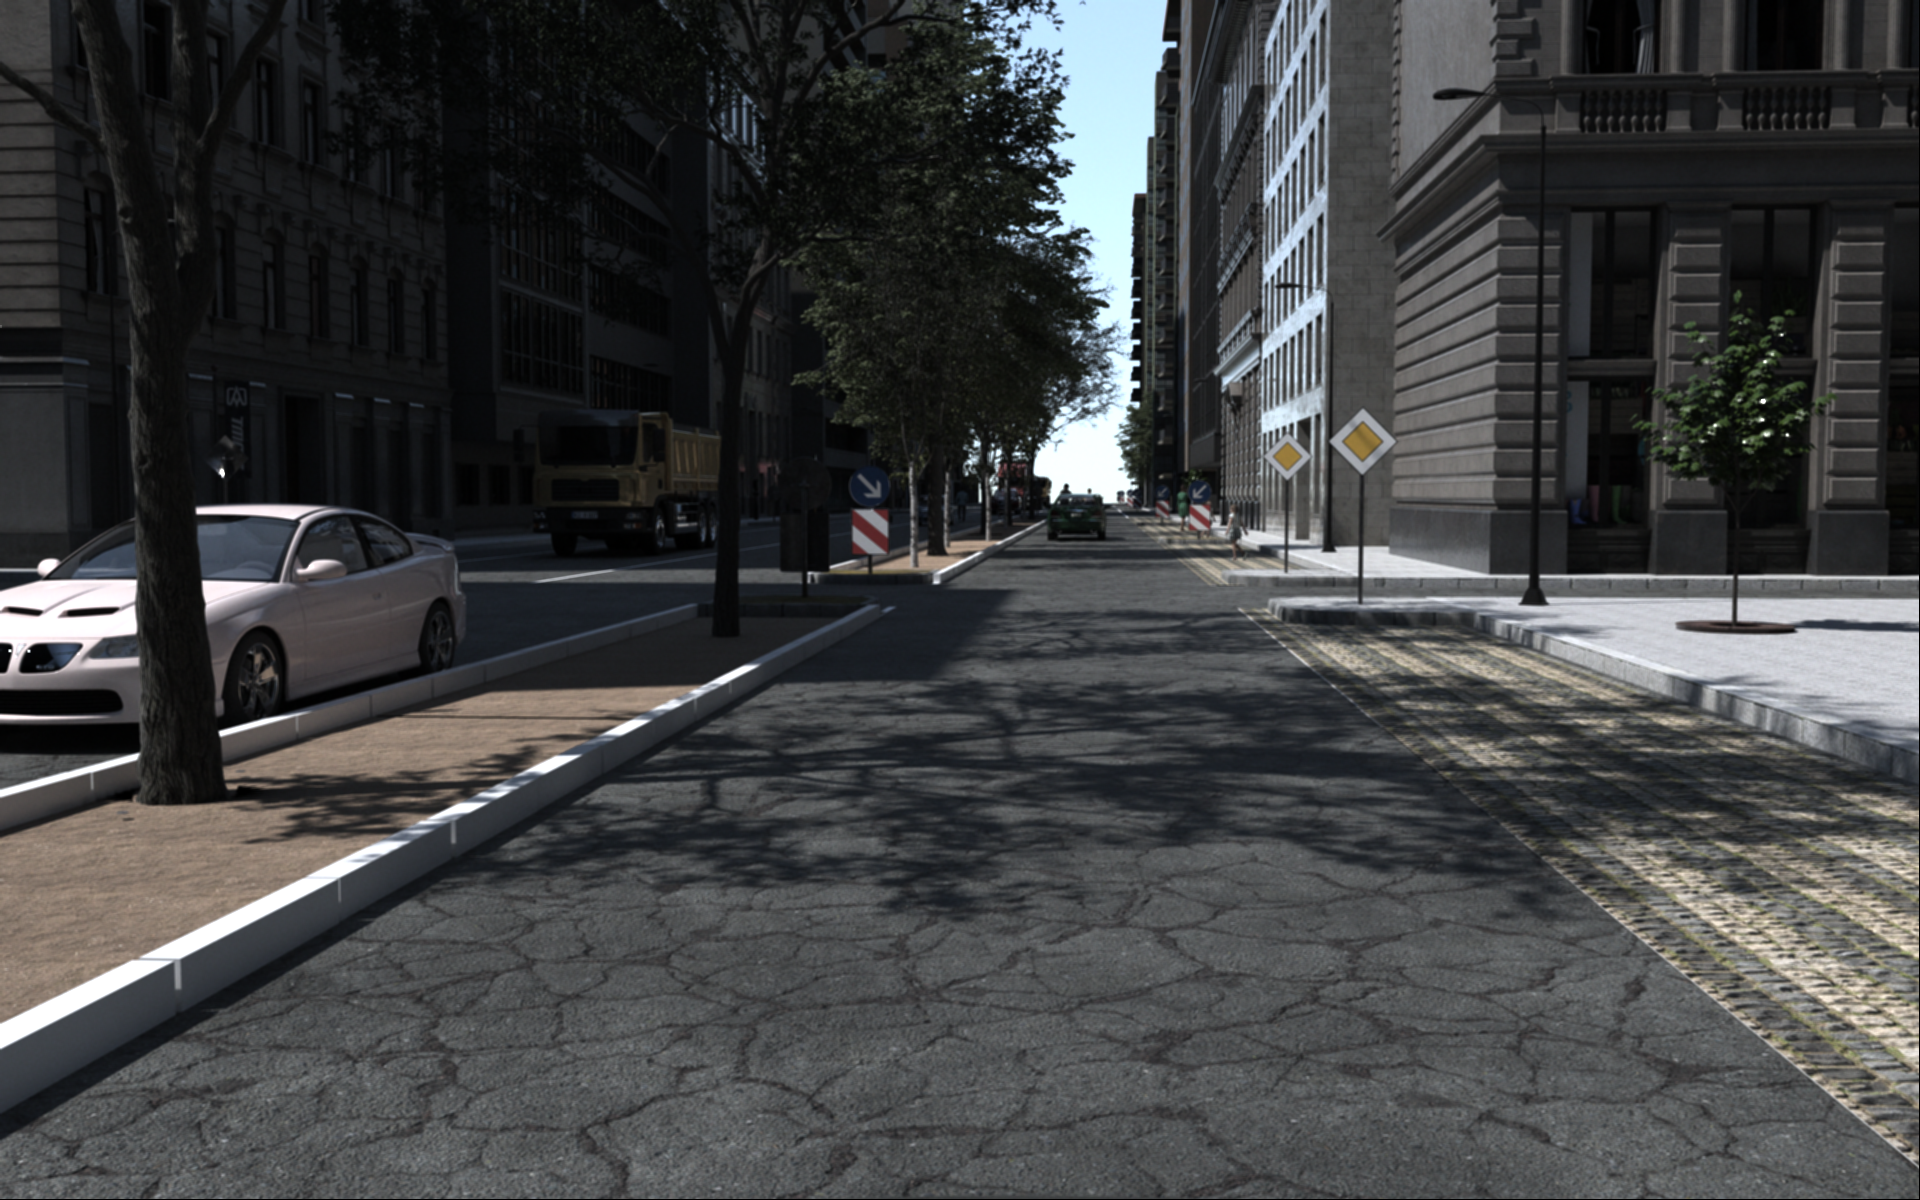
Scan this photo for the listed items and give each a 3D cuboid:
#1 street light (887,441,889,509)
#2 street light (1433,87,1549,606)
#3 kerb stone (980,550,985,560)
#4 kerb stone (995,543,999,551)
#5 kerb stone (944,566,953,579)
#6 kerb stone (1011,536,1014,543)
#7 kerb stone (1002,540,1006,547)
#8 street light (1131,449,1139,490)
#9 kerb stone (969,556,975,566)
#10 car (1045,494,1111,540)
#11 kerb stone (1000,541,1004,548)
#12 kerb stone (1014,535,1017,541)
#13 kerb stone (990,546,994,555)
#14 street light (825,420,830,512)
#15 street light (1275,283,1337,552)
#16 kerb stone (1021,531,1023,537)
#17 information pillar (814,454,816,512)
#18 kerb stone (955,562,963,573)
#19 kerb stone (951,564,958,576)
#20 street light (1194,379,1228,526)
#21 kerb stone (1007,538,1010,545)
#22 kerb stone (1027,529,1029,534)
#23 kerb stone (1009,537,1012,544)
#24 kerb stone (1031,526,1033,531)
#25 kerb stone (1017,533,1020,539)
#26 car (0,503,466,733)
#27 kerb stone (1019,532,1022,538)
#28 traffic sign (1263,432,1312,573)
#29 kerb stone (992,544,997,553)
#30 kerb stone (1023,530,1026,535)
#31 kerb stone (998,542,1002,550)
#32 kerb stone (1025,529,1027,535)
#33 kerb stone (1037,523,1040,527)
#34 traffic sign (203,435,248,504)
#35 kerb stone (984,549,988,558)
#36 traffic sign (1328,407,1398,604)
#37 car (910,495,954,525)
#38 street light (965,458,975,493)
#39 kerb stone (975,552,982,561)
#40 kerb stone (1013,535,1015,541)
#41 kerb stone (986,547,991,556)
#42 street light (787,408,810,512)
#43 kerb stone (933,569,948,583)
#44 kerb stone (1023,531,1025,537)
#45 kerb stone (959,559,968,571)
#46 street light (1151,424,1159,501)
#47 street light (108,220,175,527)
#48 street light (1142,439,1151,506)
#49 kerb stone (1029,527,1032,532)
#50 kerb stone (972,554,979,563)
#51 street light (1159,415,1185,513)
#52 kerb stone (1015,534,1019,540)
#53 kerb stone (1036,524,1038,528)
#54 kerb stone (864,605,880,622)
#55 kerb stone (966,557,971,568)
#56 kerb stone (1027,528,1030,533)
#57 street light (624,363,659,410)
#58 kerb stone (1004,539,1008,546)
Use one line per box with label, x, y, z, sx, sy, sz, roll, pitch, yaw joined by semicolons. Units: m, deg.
street light;-5.274;-10.150;138.497;1.470;5.913;1.316;0;4;5
street light;6.107;-2.898;19.929;1.470;5.913;1.316;0;4;5
kerb stone;0.400;-0.935;37.492;0.120;0.150;1.000;0;4;5
kerb stone;0.820;-1.244;42.599;0.120;0.150;1.000;0;4;5
kerb stone;-0.256;-0.432;29.303;0.120;0.150;1.000;0;4;5
kerb stone;1.384;-1.685;49.765;0.120;0.150;1.000;0;4;5
kerb stone;1.055;-1.436;45.671;0.120;0.150;1.000;0;4;5
street light;18.756;-12.636;179.131;1.470;5.913;1.316;0;4;5
kerb stone;0.157;-0.739;34.417;0.120;0.150;1.000;0;4;5
car;3.740;-2.654;55.189;2.131;1.459;4.920;0;4;5
kerb stone;0.975;-1.373;44.650;0.120;0.150;1.000;0;4;5
kerb stone;1.541;-1.804;51.804;0.120;0.150;1.000;0;4;5
kerb stone;0.650;-1.119;40.557;0.120;0.150;1.000;0;4;5
street light;-7.743;-8.164;106.022;1.470;5.913;1.316;0;4;5
street light;7.620;-4.014;38.167;1.470;5.913;1.316;0;4;5
kerb stone;1.873;-2.060;55.895;0.120;0.150;1.000;0;4;5
information pillar;-8.402;-6.682;100.604;0.183;3.616;0.504;0;4;1
kerb stone;-0.084;-0.556;31.350;0.120;0.150;1.000;0;4;5
kerb stone;-0.171;-0.497;30.328;0.120;0.150;1.000;0;4;5
street light;10.140;-5.959;69.970;1.470;5.913;1.316;0;4;5
kerb stone;1.218;-1.561;47.721;0.120;0.150;1.000;0;4;5
kerb stone;2.206;-2.311;59.982;0.120;0.150;1.000;0;4;5
kerb stone;1.302;-1.623;48.739;0.120;0.150;1.000;0;4;5
kerb stone;2.527;-2.562;64.079;0.120;0.150;1.000;0;4;5
kerb stone;1.706;-1.934;53.852;0.120;0.150;1.000;0;4;5
car;-4.950;0.033;11.820;2.083;1.381;4.827;0;4;5
kerb stone;1.788;-1.999;54.877;0.120;0.150;1.000;0;4;5
traffic sign;5.292;-1.493;28.054;0.795;2.450;0.064;0;4;5
kerb stone;0.727;-1.185;41.576;0.120;0.150;1.000;0;4;5
kerb stone;2.036;-2.183;57.945;0.120;0.150;1.000;0;4;5
kerb stone;0.899;-1.310;43.618;0.120;0.150;1.000;0;4;5
kerb stone;2.125;-2.249;58.963;0.120;0.150;1.000;0;4;5
kerb stone;3.102;-2.995;71.228;0.120;0.150;1.000;0;4;5
traffic sign;-12.495;-1.581;29.490;0.795;2.450;0.064;0;4;5
kerb stone;0.477;-0.995;38.512;0.120;0.150;1.000;0;4;5
traffic sign;4.656;-1.006;20.094;0.795;2.450;0.064;0;4;5
car;-1.236;-4.109;79.184;2.014;1.417;4.499;0;4;4
street light;1.276;-15.200;221.055;1.470;5.913;1.316;0;4;5
kerb stone;0.325;-0.873;36.473;0.120;0.150;1.000;0;4;5
kerb stone;1.465;-1.740;50.785;0.120;0.150;1.000;0;4;5
kerb stone;0.561;-1.060;39.530;0.120;0.150;1.000;0;4;5
street light;-8.759;-7.391;93.391;1.470;5.913;1.316;0;4;5
kerb stone;-0.335;-0.372;28.281;0.120;0.150;1.000;0;4;5
kerb stone;1.956;-2.124;56.926;0.120;0.150;1.000;0;4;5
kerb stone;-0.002;-0.622;32.368;0.120;0.150;1.000;0;4;5
street light;13.624;-8.712;114.976;1.470;5.913;1.316;0;4;5
street light;-13.899;-3.484;29.509;1.470;5.913;1.316;0;4;5
street light;16.357;-10.689;147.303;1.470;5.913;1.316;0;4;5
kerb stone;2.449;-2.495;63.058;0.120;0.150;1.000;0;4;5
kerb stone;0.234;-0.806;35.444;0.120;0.150;1.000;0;4;5
street light;12.626;-7.904;101.775;1.470;5.913;1.316;0;4;5
kerb stone;1.630;-1.874;52.830;0.120;0.150;1.000;0;4;5
kerb stone;2.931;-2.874;69.190;0.120;0.150;1.000;0;4;5
kerb stone;-1.030;0.160;19.582;0.120;0.150;1.000;0;4;5
kerb stone;0.075;-0.685;33.387;0.120;0.150;1.000;0;4;5
kerb stone;2.284;-2.374;61.004;0.120;0.150;1.000;0;4;5
street light;-11.362;-5.447;61.595;1.470;5.913;1.316;0;4;5
kerb stone;1.136;-1.498;46.695;0.120;0.150;1.000;0;4;5
